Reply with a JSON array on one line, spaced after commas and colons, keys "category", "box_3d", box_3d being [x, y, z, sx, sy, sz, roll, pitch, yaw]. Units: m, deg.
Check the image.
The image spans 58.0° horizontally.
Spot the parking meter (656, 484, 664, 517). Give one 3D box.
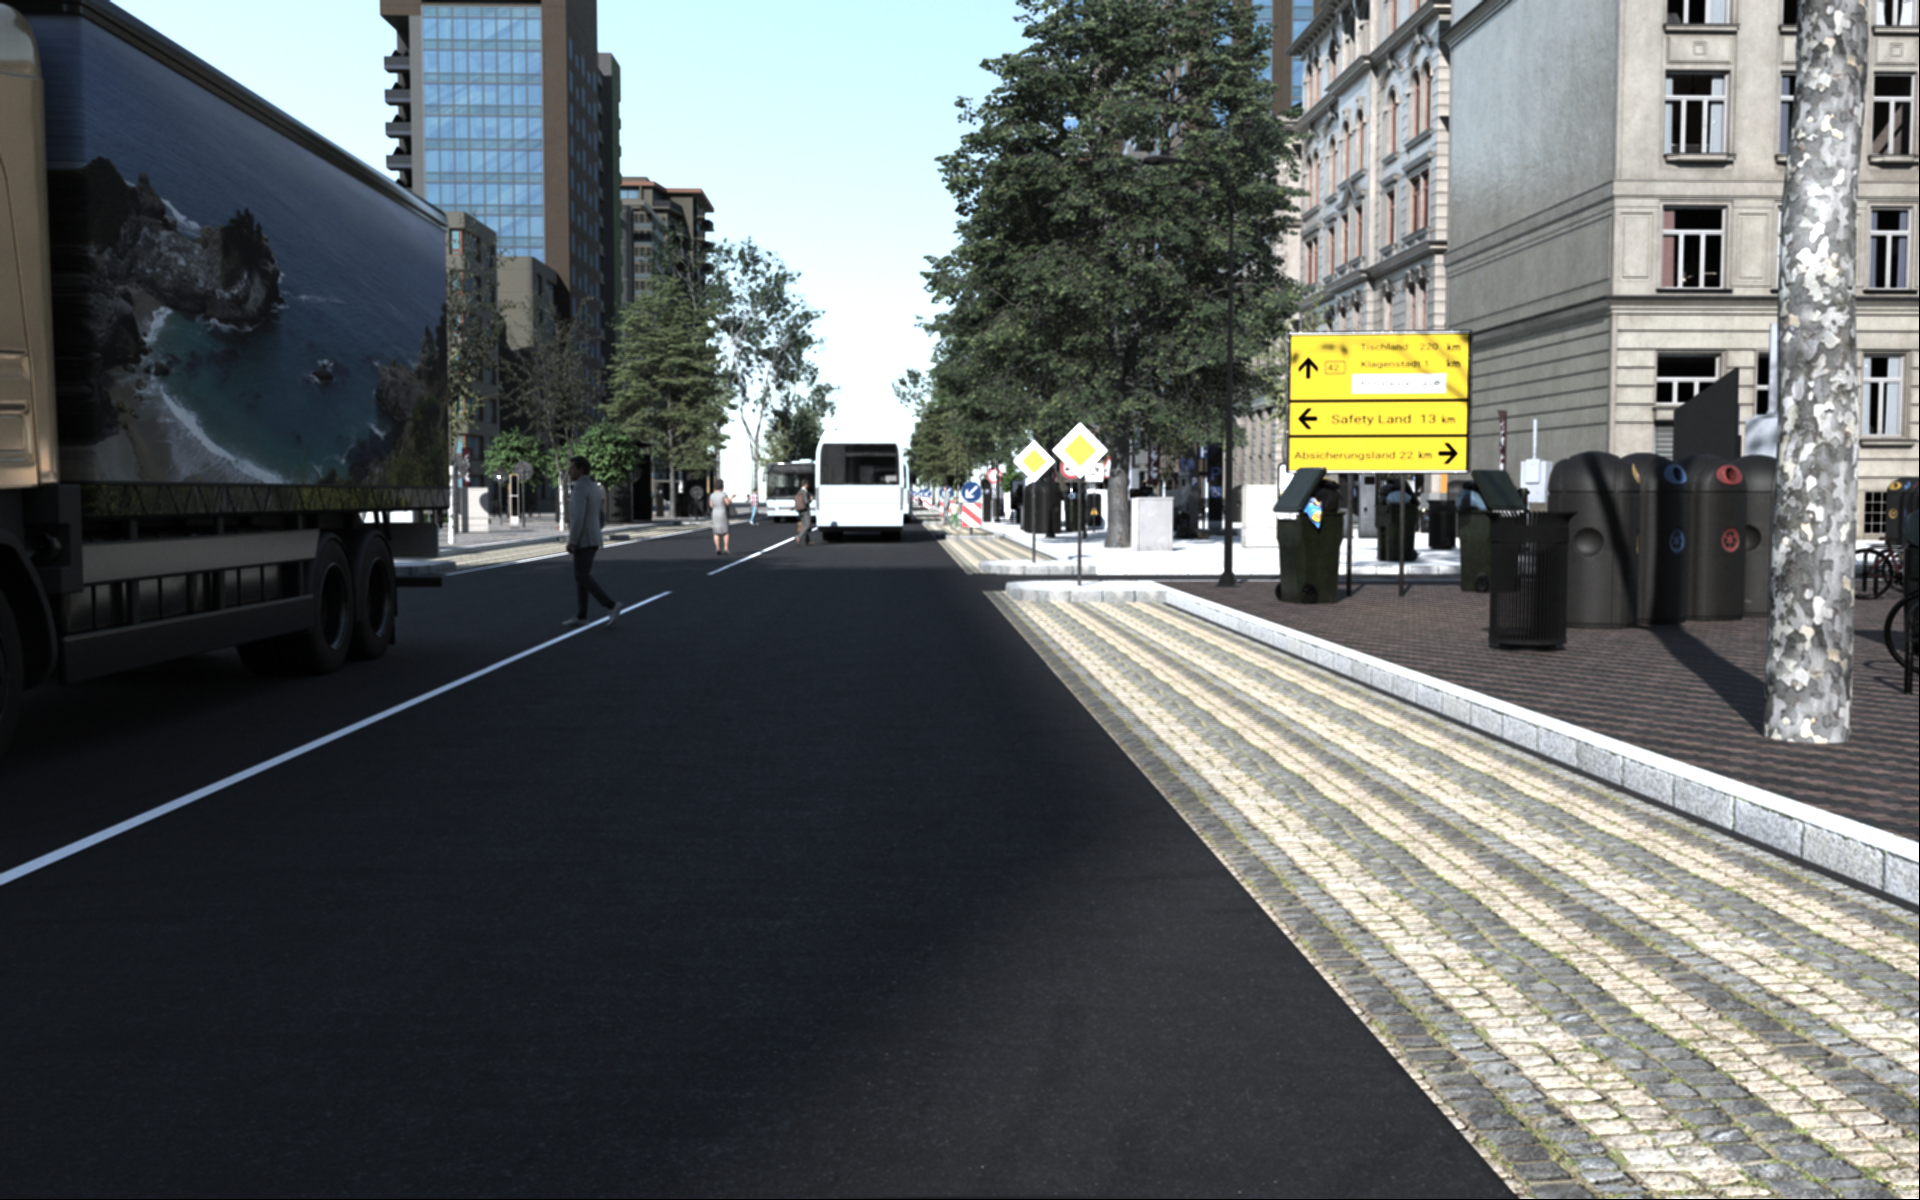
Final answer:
[{"category": "parking meter", "box_3d": [-16.866, -5.599, 97.255, 0.399, 1.863, 0.255, -2, 4, -32]}]

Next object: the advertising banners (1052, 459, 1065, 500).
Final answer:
[{"category": "advertising banners", "box_3d": [4.904, -5.521, 86.454, 0.090, 3.025, 2.074, 1, 4, 23]}]

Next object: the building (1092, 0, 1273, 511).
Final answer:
[{"category": "building", "box_3d": [20.115, -31.342, 162.555, 14.600, 45.320, 14.200, 0, 4, -2]}]

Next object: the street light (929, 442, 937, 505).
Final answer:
[{"category": "street light", "box_3d": [-1.797, -11.213, 155.871, 1.470, 5.913, 1.316, 0, 4, -2]}]

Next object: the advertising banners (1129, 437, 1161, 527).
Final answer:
[{"category": "advertising banners", "box_3d": [5.385, -3.487, 53.203, 0.090, 3.025, 2.074, -3, 5, -44]}]

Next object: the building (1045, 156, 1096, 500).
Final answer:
[{"category": "building", "box_3d": [21.623, -34.655, 221.238, 22.147, 44.769, 28.867, 0, 4, -2]}]

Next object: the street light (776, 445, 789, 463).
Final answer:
[{"category": "street light", "box_3d": [-16.738, -11.647, 162.961, 1.470, 5.913, 1.316, 0, 4, -2]}]

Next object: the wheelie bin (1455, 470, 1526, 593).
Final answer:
[{"category": "wheelie bin", "box_3d": [6.934, -0.910, 22.791, 0.980, 1.594, 0.693, -2, 4, -30]}]

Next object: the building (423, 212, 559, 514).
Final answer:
[{"category": "building", "box_3d": [-44.634, -16.829, 120.198, 27.650, 21.520, 28.899, 0, 4, -2]}]

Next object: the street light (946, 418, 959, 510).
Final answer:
[{"category": "street light", "box_3d": [0.066, -8.181, 106.297, 1.470, 5.913, 1.316, 0, 4, -2]}]

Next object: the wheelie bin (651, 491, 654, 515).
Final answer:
[{"category": "wheelie bin", "box_3d": [-16.193, -4.976, 89.268, 0.980, 1.594, 0.693, -3, 4, -38]}]

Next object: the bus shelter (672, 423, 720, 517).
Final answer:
[{"category": "bus shelter", "box_3d": [-15.444, -7.518, 100.545, 2.179, 5.291, 8.768, 0, 4, -2]}]

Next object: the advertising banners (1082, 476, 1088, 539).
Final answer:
[{"category": "advertising banners", "box_3d": [3.572, -3.274, 49.711, 0.090, 3.025, 2.074, 0, 4, 7]}]

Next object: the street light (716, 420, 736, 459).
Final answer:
[{"category": "street light", "box_3d": [-14.666, -8.291, 108.097, 1.470, 5.913, 1.316, 0, 4, -2]}]

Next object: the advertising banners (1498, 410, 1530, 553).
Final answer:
[{"category": "advertising banners", "box_3d": [11.798, -2.494, 36.969, 0.090, 3.025, 2.074, 3, 4, 36]}]

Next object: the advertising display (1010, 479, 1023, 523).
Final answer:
[{"category": "advertising display", "box_3d": [2.679, -4.370, 76.661, 0.974, 1.923, 0.123, -2, 4, -26]}]

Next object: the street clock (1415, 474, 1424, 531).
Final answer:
[{"category": "street clock", "box_3d": [15.997, -3.434, 60.720, 0.358, 2.002, 0.471, -3, 5, -44]}]

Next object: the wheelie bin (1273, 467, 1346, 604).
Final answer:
[{"category": "wheelie bin", "box_3d": [4.141, -0.772, 20.524, 0.693, 1.594, 0.980, -1, 4, -18]}]

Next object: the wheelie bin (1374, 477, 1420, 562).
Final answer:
[{"category": "wheelie bin", "box_3d": [8.341, -1.540, 33.091, 0.693, 1.594, 0.980, -1, 4, -16]}]

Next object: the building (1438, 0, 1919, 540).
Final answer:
[{"category": "building", "box_3d": [31.766, -13.547, 54.778, 30.059, 22.955, 16.112, 0, 4, -2]}]

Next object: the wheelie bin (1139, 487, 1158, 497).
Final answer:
[{"category": "wheelie bin", "box_3d": [7.779, -3.946, 72.432, 0.980, 1.594, 0.693, 0, 4, 5]}]

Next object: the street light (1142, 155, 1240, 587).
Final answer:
[{"category": "street light", "box_3d": [3.190, -3.142, 23.918, 1.470, 5.913, 1.316, 0, 4, -2]}]

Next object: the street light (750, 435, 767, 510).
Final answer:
[{"category": "street light", "box_3d": [-15.783, -9.981, 135.737, 1.470, 5.913, 1.316, 0, 4, -2]}]

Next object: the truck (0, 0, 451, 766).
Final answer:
[{"category": "truck", "box_3d": [-6.060, -1.390, 11.634, 2.839, 4.237, 11.283, 0, 4, -2]}]

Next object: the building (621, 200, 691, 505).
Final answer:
[{"category": "building", "box_3d": [-49.678, -31.969, 214.575, 32.217, 40.220, 23.993, 0, 4, -2]}]

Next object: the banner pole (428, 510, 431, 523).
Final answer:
[{"category": "banner pole", "box_3d": [-17.056, -3.997, 55.368, 0.401, 3.779, 0.863, -2, 4, -32]}]

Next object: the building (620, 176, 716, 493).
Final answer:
[{"category": "building", "box_3d": [-45.877, -35.868, 241.060, 22.147, 44.769, 28.867, 0, 4, -2]}]

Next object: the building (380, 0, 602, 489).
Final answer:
[{"category": "building", "box_3d": [-37.525, -30.042, 141.305, 14.600, 45.320, 14.200, 0, 4, -2]}]

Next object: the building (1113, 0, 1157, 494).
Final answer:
[{"category": "building", "box_3d": [24.371, -31.844, 140.259, 23.786, 49.044, 30.456, 0, 4, -2]}]

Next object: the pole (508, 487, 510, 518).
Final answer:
[{"category": "pole", "box_3d": [-24.165, -6.061, 92.944, 0.158, 3.312, 0.155, 0, 3, 0]}]

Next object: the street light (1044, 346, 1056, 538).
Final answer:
[{"category": "street light", "box_3d": [2.130, -4.794, 50.923, 1.470, 5.913, 1.316, 0, 4, -2]}]

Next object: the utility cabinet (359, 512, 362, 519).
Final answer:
[{"category": "utility cabinet", "box_3d": [-14.238, -1.909, 39.899, 1.173, 1.500, 0.318, -2, 4, -28]}]

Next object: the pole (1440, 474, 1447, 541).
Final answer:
[{"category": "pole", "box_3d": [12.089, -3.022, 43.258, 0.158, 3.312, 0.155, 0, 3, 0]}]

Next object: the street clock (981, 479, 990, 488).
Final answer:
[{"category": "street clock", "box_3d": [1.269, -4.971, 85.850, 0.358, 2.002, 0.471, 3, 5, 43]}]

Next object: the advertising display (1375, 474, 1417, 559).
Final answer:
[{"category": "advertising display", "box_3d": [8.610, -1.774, 34.212, 0.974, 1.923, 0.123, -2, 4, -29]}]

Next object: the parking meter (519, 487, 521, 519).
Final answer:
[{"category": "parking meter", "box_3d": [-23.265, -5.206, 90.824, 0.399, 1.863, 0.255, -3, 4, -36]}]

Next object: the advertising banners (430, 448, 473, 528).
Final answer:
[{"category": "advertising banners", "box_3d": [-19.047, -4.207, 64.968, 0.090, 3.025, 2.074, 2, 4, 33]}]

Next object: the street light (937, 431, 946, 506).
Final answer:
[{"category": "street light", "box_3d": [-0.750, -9.542, 128.550, 1.470, 5.913, 1.316, 0, 4, -2]}]

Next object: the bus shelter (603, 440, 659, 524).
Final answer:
[{"category": "bus shelter", "box_3d": [-14.923, -5.336, 78.525, 1.731, 3.624, 6.357, 0, 4, -2]}]

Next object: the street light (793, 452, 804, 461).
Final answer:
[{"category": "street light", "box_3d": [-17.871, -13.396, 191.563, 1.470, 5.913, 1.316, 0, 4, -2]}]

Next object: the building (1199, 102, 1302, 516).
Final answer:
[{"category": "building", "box_3d": [20.642, -16.469, 98.147, 11.050, 23.489, 19.941, 0, 4, -2]}]

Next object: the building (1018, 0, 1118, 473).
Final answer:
[{"category": "building", "box_3d": [20.703, -57.319, 249.828, 22.319, 86.520, 31.000, 0, 4, -2]}]

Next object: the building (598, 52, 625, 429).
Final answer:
[{"category": "building", "box_3d": [-38.394, -28.864, 155.524, 14.154, 41.232, 14.086, 0, 4, -2]}]

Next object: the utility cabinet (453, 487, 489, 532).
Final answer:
[{"category": "utility cabinet", "box_3d": [-16.277, -2.985, 57.479, 1.173, 1.500, 0.318, -2, 4, -28]}]

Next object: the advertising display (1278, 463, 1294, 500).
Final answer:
[{"category": "advertising display", "box_3d": [6.950, -1.847, 35.407, 0.974, 1.923, 0.123, 3, 5, 40]}]

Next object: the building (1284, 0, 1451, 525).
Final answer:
[{"category": "building", "box_3d": [23.643, -17.675, 76.379, 14.401, 28.519, 23.554, 0, 4, -2]}]

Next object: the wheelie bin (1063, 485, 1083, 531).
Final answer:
[{"category": "wheelie bin", "box_3d": [3.969, -3.176, 59.844, 0.693, 1.594, 0.980, -1, 4, -19]}]

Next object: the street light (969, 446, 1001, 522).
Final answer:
[{"category": "street light", "box_3d": [1.165, -6.459, 78.147, 1.470, 5.913, 1.316, 0, 4, -2]}]

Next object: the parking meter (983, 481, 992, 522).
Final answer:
[{"category": "parking meter", "box_3d": [1.266, -4.499, 79.263, 0.399, 1.863, 0.255, 0, 4, 3]}]

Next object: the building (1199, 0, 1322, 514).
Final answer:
[{"category": "building", "box_3d": [21.115, -28.614, 117.952, 14.600, 45.320, 14.200, 0, 4, -2]}]
